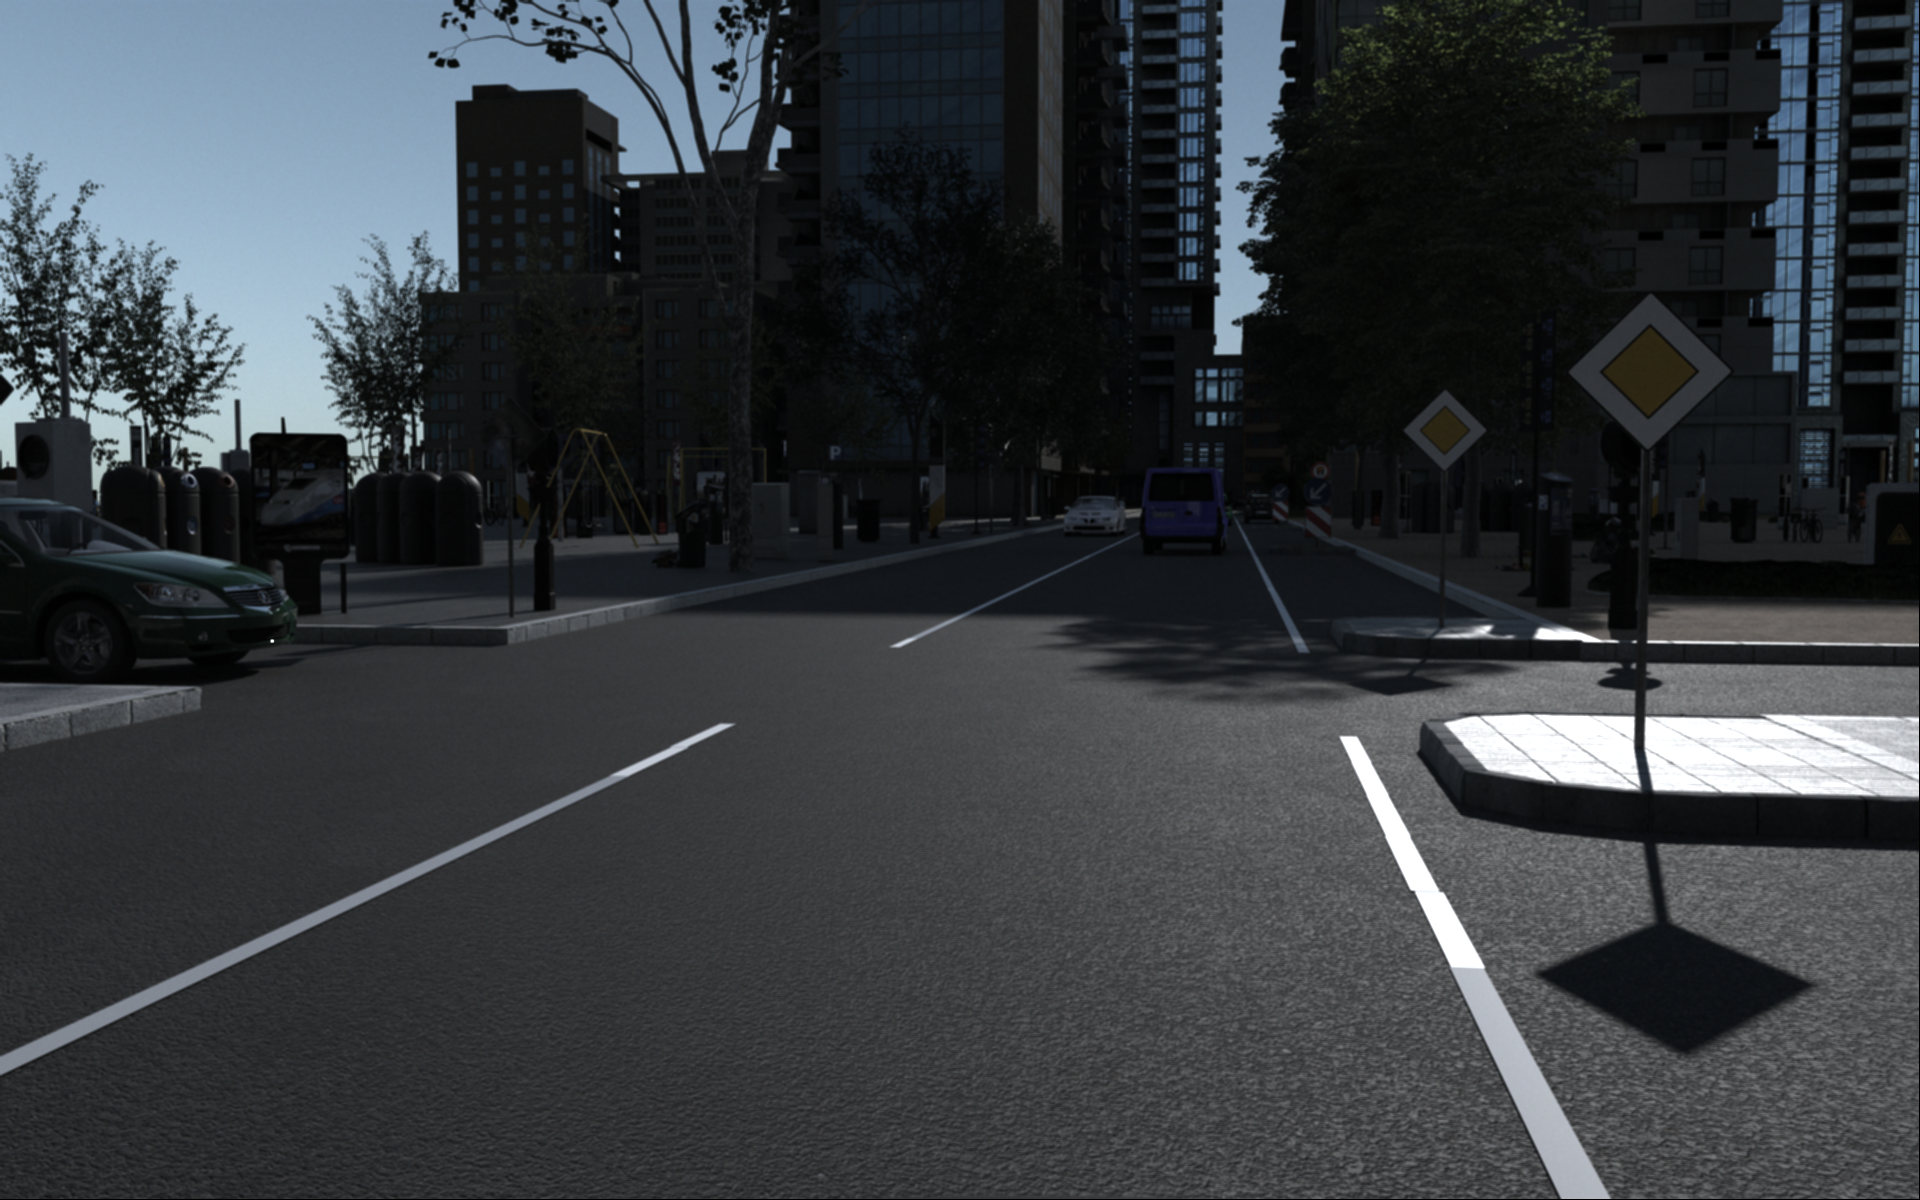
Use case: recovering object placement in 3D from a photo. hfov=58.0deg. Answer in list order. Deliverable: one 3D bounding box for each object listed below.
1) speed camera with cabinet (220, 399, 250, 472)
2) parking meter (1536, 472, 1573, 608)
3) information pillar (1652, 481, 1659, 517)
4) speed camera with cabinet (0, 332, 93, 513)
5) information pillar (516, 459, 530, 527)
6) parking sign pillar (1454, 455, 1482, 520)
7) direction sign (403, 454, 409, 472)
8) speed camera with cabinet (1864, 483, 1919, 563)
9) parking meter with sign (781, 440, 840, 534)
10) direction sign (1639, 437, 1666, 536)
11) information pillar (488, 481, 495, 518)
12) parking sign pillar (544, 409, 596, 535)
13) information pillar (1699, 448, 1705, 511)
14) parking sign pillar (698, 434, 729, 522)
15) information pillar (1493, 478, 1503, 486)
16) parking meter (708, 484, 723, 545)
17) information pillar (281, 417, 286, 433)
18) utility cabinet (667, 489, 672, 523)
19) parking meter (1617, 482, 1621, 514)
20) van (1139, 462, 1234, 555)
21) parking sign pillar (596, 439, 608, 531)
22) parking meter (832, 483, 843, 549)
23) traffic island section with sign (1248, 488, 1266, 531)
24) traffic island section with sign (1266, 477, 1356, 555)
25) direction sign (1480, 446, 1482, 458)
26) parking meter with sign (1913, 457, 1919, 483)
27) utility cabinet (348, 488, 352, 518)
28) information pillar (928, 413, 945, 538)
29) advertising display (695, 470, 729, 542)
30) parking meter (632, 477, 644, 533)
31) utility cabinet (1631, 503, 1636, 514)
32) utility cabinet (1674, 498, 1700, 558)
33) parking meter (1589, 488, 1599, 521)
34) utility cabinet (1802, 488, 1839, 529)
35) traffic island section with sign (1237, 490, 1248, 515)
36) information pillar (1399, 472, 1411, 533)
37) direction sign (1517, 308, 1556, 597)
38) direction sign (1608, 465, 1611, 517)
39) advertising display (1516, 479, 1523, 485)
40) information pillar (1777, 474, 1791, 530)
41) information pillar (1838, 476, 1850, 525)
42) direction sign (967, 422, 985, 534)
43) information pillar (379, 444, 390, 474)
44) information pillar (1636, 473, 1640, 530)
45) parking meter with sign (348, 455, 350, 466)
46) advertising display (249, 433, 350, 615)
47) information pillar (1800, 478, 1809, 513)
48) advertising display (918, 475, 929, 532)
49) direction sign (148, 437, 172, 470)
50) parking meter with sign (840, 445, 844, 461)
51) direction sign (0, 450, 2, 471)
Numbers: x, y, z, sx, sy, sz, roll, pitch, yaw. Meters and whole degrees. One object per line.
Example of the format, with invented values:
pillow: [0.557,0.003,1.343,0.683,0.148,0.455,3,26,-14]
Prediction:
speed camera with cabinet: [-14.584,-2.596,36.787,2.038,3.252,0.660,-2,4,-28]
parking meter: [6.762,-0.690,19.686,0.372,1.533,0.369,0,3,0]
information pillar: [25.894,-4.492,64.805,0.504,3.616,0.183,-1,4,-9]
speed camera with cabinet: [-11.652,-1.654,21.383,2.038,3.252,0.660,2,4,26]
information pillar: [-17.177,-4.693,68.083,0.504,3.616,0.183,-2,4,-24]
parking sign pillar: [25.578,-6.038,87.192,1.447,3.967,1.447,2,4,32]
direction sign: [-31.231,-6.446,97.387,0.876,3.537,0.379,3,4,37]
speed camera with cabinet: [14.658,-1.924,25.787,2.038,3.252,0.660,2,4,28]
parking meter with sign: [-4.848,-3.644,55.835,1.738,3.016,0.543,0,4,1]
direction sign: [21.271,-3.748,53.279,0.876,3.537,0.379,1,4,11]
information pillar: [-25.645,-5.522,94.774,0.304,2.012,0.304,-2,4,-26]
parking sign pillar: [-12.764,-4.097,55.452,1.447,3.967,1.447,1,4,18]
information pillar: [37.473,-5.879,87.477,0.183,3.616,0.504,0,4,2]
parking sign pillar: [-11.307,-5.530,78.884,1.447,3.967,1.447,2,4,34]
information pillar: [24.201,-4.493,77.957,0.304,2.012,0.304,-1,4,-16]
parking meter: [-6.221,-2.185,44.137,0.372,1.533,0.369,0,3,0]
information pillar: [-20.691,-3.775,53.074,0.183,3.616,0.504,-1,4,-16]
utility cabinet: [-12.706,-4.025,74.491,0.318,1.500,1.173,0,4,7]
parking meter: [31.765,-4.744,83.276,0.255,1.863,0.399,1,4,19]
van: [5.557,-2.332,42.507,2.240,2.365,5.245,1,4,10]
parking sign pillar: [-13.181,-4.437,61.020,1.447,3.967,1.447,-1,4,-20]
parking meter: [-2.923,-1.963,40.500,0.372,1.533,0.369,0,3,0]
traffic island section with sign: [12.500,-3.650,68.312,1.989,1.847,2.006,1,4,9]
traffic island section with sign: [8.461,-2.020,41.661,1.989,1.847,2.006,1,4,9]
direction sign: [24.250,-5.497,81.877,0.379,3.537,0.876,-3,4,-38]
parking meter with sign: [44.563,-5.166,80.726,1.738,3.016,0.543,-3,4,-37]
utility cabinet: [-23.732,-3.688,68.976,1.173,1.500,0.318,-2,4,-28]
information pillar: [-0.675,-3.595,50.126,0.504,3.616,0.183,2,4,28]
advertising display: [-6.645,-2.521,46.426,0.974,1.923,0.123,2,4,23]
parking meter: [-10.652,-3.156,57.318,0.399,1.863,0.255,-1,4,-11]
utility cabinet: [33.884,-4.754,86.398,0.318,1.500,1.173,0,4,-4]
utility cabinet: [12.572,-1.152,29.996,0.306,1.237,1.020,1,4,16]
parking meter: [25.710,-3.780,70.209,0.372,1.533,0.369,0,3,0]
utility cabinet: [31.400,-3.337,63.234,1.173,1.500,0.318,0,4,4]
traffic island section with sign: [19.989,-6.668,117.650,1.989,1.847,2.006,1,4,9]
information pillar: [14.646,-3.218,57.114,0.304,2.012,0.304,2,4,35]
direction sign: [7.193,-1.813,21.637,0.379,3.537,0.876,0,4,-7]
direction sign: [25.783,-4.693,68.731,0.379,3.537,0.876,1,4,16]
advertising display: [24.590,-4.355,76.426,0.123,1.923,0.974,3,4,36]
information pillar: [29.629,-3.532,62.240,0.304,2.012,0.304,-2,4,-32]
information pillar: [36.533,-4.103,71.584,0.304,2.012,0.304,-3,5,-43]
direction sign: [0.520,-3.863,55.160,0.379,3.537,0.876,-3,4,-38]
information pillar: [-27.100,-5.521,81.617,0.504,3.616,0.183,0,4,3]
information pillar: [21.278,-3.025,53.959,0.304,2.012,0.304,3,5,44]
parking meter with sign: [-27.388,-4.900,76.368,0.543,3.016,1.738,0,4,-4]
advertising display: [-7.015,-0.808,18.427,0.974,1.923,0.123,-2,4,-28]
information pillar: [37.853,-4.475,77.663,0.304,2.012,0.304,1,4,16]
advertising display: [-1.261,-3.323,59.543,0.123,1.923,0.974,1,4,19]
direction sign: [-31.597,-4.683,68.565,0.876,3.537,0.379,1,4,11]
parking meter with sign: [-4.662,-3.969,61.162,0.543,3.016,1.738,1,4,16]
direction sign: [-49.947,-5.960,89.445,0.876,3.537,0.379,-1,4,-20]
